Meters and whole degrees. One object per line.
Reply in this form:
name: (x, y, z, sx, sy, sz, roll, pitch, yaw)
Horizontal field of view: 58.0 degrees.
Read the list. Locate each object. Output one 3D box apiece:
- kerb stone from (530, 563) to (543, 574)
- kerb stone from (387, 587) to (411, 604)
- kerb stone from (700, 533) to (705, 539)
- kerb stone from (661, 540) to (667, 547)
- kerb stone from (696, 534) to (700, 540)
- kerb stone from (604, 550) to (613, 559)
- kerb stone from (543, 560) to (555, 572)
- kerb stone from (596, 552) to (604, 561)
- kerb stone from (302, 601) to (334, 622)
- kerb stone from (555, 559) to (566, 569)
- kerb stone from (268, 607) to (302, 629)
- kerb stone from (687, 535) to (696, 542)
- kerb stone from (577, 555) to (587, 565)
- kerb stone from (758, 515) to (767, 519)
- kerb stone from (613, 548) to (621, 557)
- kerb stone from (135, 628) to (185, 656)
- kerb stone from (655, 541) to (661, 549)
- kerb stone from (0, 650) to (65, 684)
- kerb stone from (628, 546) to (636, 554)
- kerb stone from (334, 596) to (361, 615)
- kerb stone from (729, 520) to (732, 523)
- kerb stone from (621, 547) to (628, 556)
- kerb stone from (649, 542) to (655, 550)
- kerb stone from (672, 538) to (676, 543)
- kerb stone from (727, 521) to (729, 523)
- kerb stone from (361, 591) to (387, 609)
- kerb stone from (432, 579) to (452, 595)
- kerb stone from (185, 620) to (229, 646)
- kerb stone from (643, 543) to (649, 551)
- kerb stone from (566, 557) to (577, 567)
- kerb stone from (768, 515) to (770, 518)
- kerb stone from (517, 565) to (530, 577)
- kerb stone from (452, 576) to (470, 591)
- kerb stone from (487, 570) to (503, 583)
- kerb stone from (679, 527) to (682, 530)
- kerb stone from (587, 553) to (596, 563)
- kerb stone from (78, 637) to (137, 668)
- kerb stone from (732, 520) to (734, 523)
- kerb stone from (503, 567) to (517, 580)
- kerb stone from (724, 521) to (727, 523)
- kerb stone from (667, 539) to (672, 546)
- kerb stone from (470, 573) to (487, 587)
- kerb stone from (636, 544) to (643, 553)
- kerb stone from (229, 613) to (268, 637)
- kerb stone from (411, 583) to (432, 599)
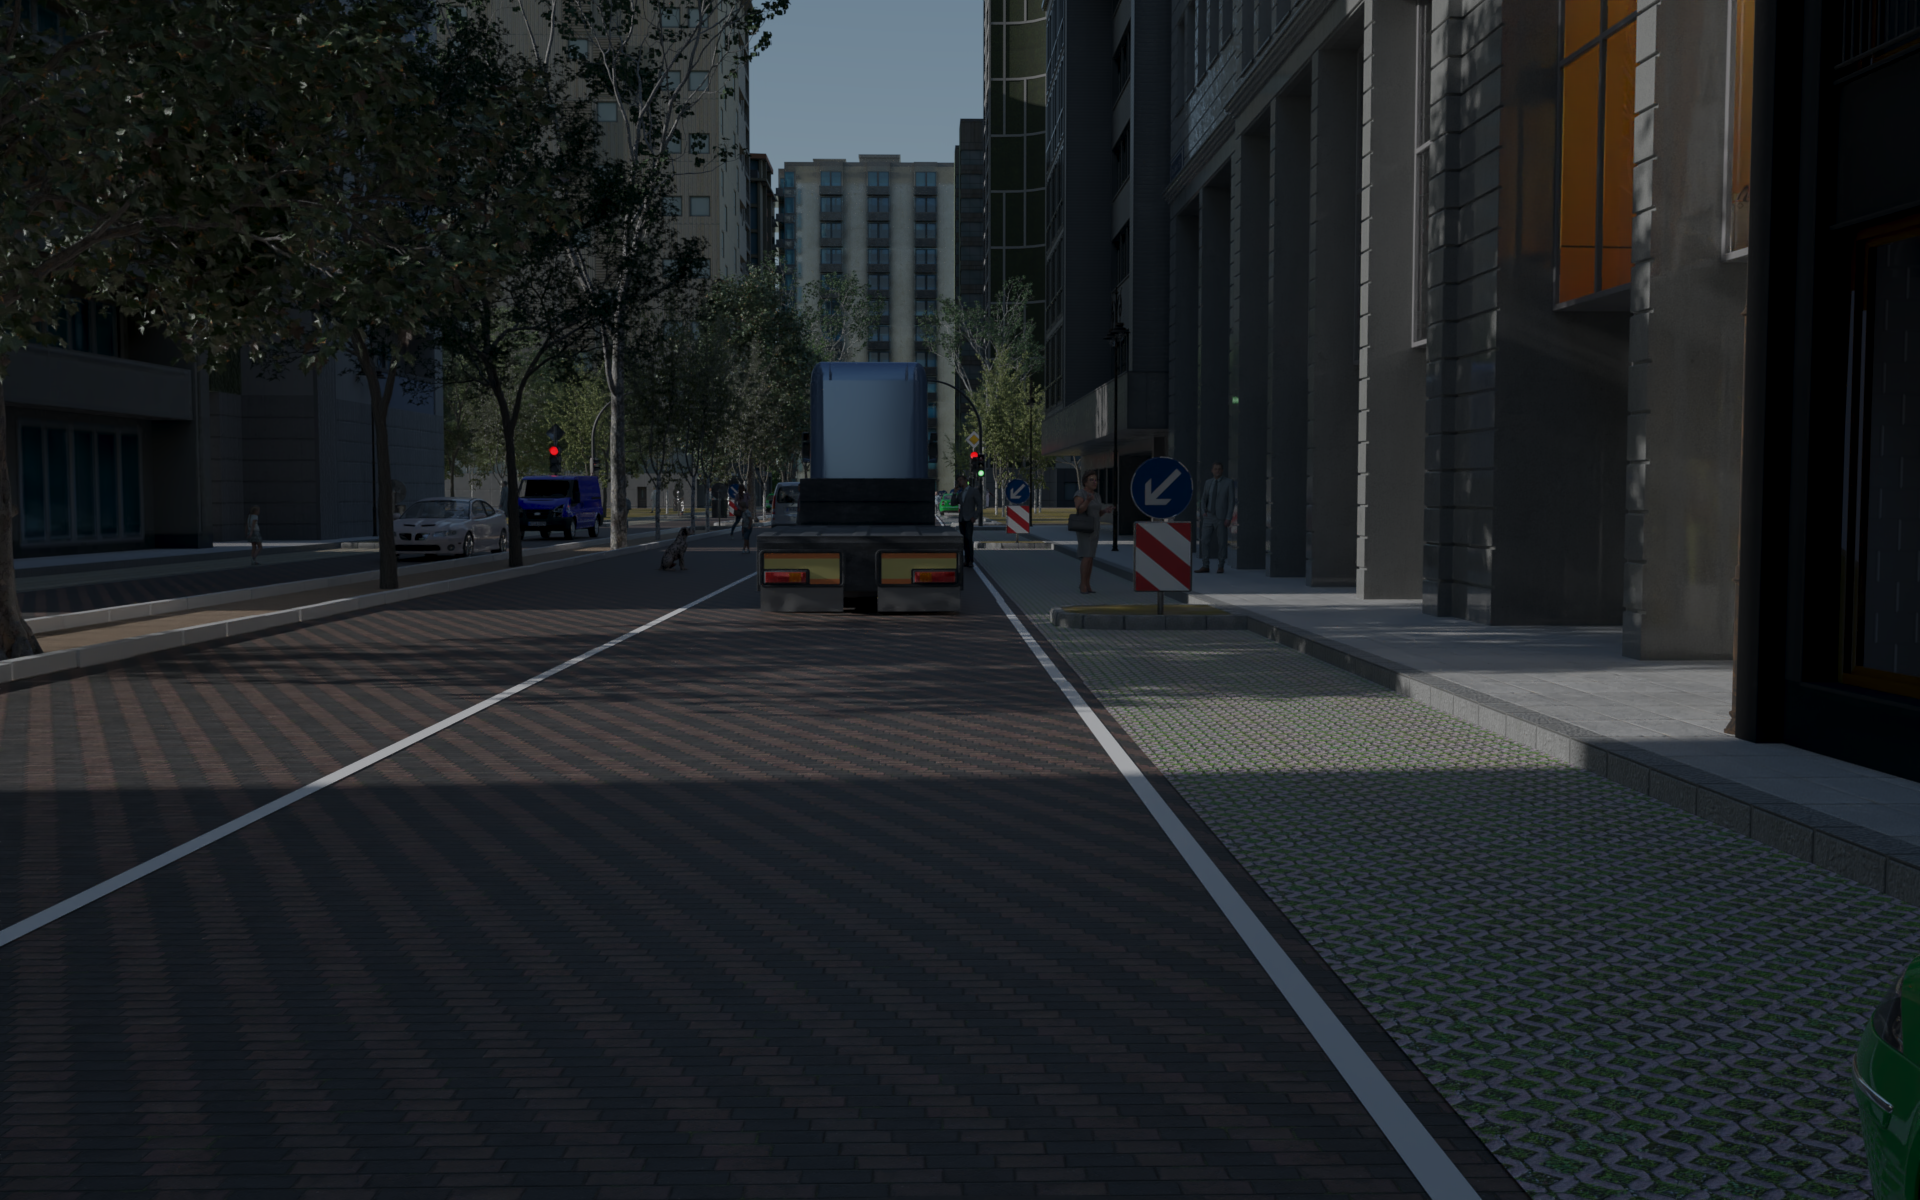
kerb stone: (-7.720, -0.543, 31.182, 0.120, 0.150, 1.000, 0, 4, -1)
kerb stone: (-7.527, -0.047, 22.984, 0.120, 0.150, 1.000, 0, 4, -1)
kerb stone: (-8.278, -1.992, 54.758, 0.120, 0.150, 1.000, 0, 4, -1)
kerb stone: (-8.086, -1.490, 46.550, 0.120, 0.150, 1.000, 0, 4, -1)
kerb stone: (-8.258, -1.929, 53.736, 0.120, 0.150, 1.000, 0, 4, -1)
kerb stone: (-7.893, -0.989, 38.359, 0.120, 0.150, 1.000, 0, 4, -1)
kerb stone: (-7.752, -0.612, 32.205, 0.120, 0.150, 1.000, 0, 4, -1)
kerb stone: (-7.872, -0.926, 37.338, 0.120, 0.150, 1.000, 0, 4, -1)
kerb stone: (-7.453, 0.144, 19.907, 0.120, 0.150, 1.000, 0, 4, -1)
kerb stone: (-7.775, -0.673, 33.234, 0.120, 0.150, 1.000, 0, 4, -1)
kerb stone: (-7.438, 0.212, 18.868, 0.120, 0.150, 1.000, 0, 4, -1)
kerb stone: (-8.224, -1.866, 52.708, 0.120, 0.150, 1.000, 0, 4, -1)
kerb stone: (-7.817, -0.800, 35.294, 0.120, 0.150, 1.000, 0, 4, -1)
kerb stone: (-11.453, -4.777, 100.304, 0.120, 0.150, 1.000, 0, 4, -1)
kerb stone: (-7.920, -1.051, 39.385, 0.120, 0.150, 1.000, 0, 4, -1)
kerb stone: (-7.362, 0.391, 15.795, 0.120, 0.150, 1.000, 0, 4, -1)
kerb stone: (-8.061, -1.427, 45.525, 0.120, 0.150, 1.000, 0, 4, -1)
kerb stone: (-7.318, 0.517, 13.749, 0.120, 0.150, 1.000, 0, 4, -1)
kerb stone: (-7.966, -1.177, 41.432, 0.120, 0.150, 1.000, 0, 4, -1)
kerb stone: (-7.488, 0.078, 20.928, 0.120, 0.150, 1.000, 0, 4, -1)
kerb stone: (-11.026, -3.649, 81.862, 0.120, 0.150, 1.000, 0, 4, -1)
kerb stone: (-7.944, -1.114, 40.411, 0.120, 0.150, 1.000, 0, 4, -1)
kerb stone: (-8.038, -1.364, 44.504, 0.120, 0.150, 1.000, 0, 4, -1)
kerb stone: (-8.131, -1.615, 48.604, 0.120, 0.150, 1.000, 0, 4, -1)
kerb stone: (-10.995, -3.582, 80.836, 0.120, 0.150, 1.000, 0, 4, -1)
kerb stone: (-7.512, 0.015, 21.955, 0.120, 0.150, 1.000, 0, 4, -1)
kerb stone: (-7.579, -0.173, 25.029, 0.120, 0.150, 1.000, 0, 4, -1)
kerb stone: (-7.383, 0.329, 16.816, 0.120, 0.150, 1.000, 0, 4, -1)
kerb stone: (-8.017, -1.301, 43.482, 0.120, 0.150, 1.000, 0, 4, -1)
kerb stone: (-7.795, -0.732, 34.263, 0.120, 0.150, 1.000, 0, 4, -1)
kerb stone: (-11.507, -4.903, 102.356, 0.120, 0.150, 1.000, 0, 4, -1)
kerb stone: (-7.701, -0.487, 30.159, 0.120, 0.150, 1.000, 0, 4, -1)
kerb stone: (-7.595, -0.235, 26.051, 0.120, 0.150, 1.000, 0, 4, -1)
kerb stone: (-7.648, -0.360, 28.110, 0.120, 0.150, 1.000, 0, 4, -1)
kerb stone: (-10.616, -2.610, 64.882, 0.120, 0.150, 1.000, 0, 4, -1)
kerb stone: (-7.849, -0.862, 36.315, 0.120, 0.150, 1.000, 0, 4, -1)
kerb stone: (-7.326, 0.455, 14.771, 0.120, 0.150, 1.000, 0, 4, -1)
kerb stone: (-11.046, -3.712, 82.887, 0.120, 0.150, 1.000, 0, 4, -1)
kerb stone: (-7.677, -0.424, 29.137, 0.120, 0.150, 1.000, 0, 4, -1)
kerb stone: (-10.967, -3.524, 79.813, 0.120, 0.150, 1.000, 0, 4, -1)
kerb stone: (-8.116, -1.552, 47.572, 0.120, 0.150, 1.000, 0, 4, -1)
kerb stone: (-7.622, -0.299, 27.081, 0.120, 0.150, 1.000, 0, 4, -1)
kerb stone: (-7.986, -1.239, 42.454, 0.120, 0.150, 1.000, 0, 4, -1)
kerb stone: (-7.405, 0.266, 17.846, 0.120, 0.150, 1.000, 0, 4, -1)
kerb stone: (-7.553, -0.109, 24.008, 0.120, 0.150, 1.000, 0, 4, -1)
